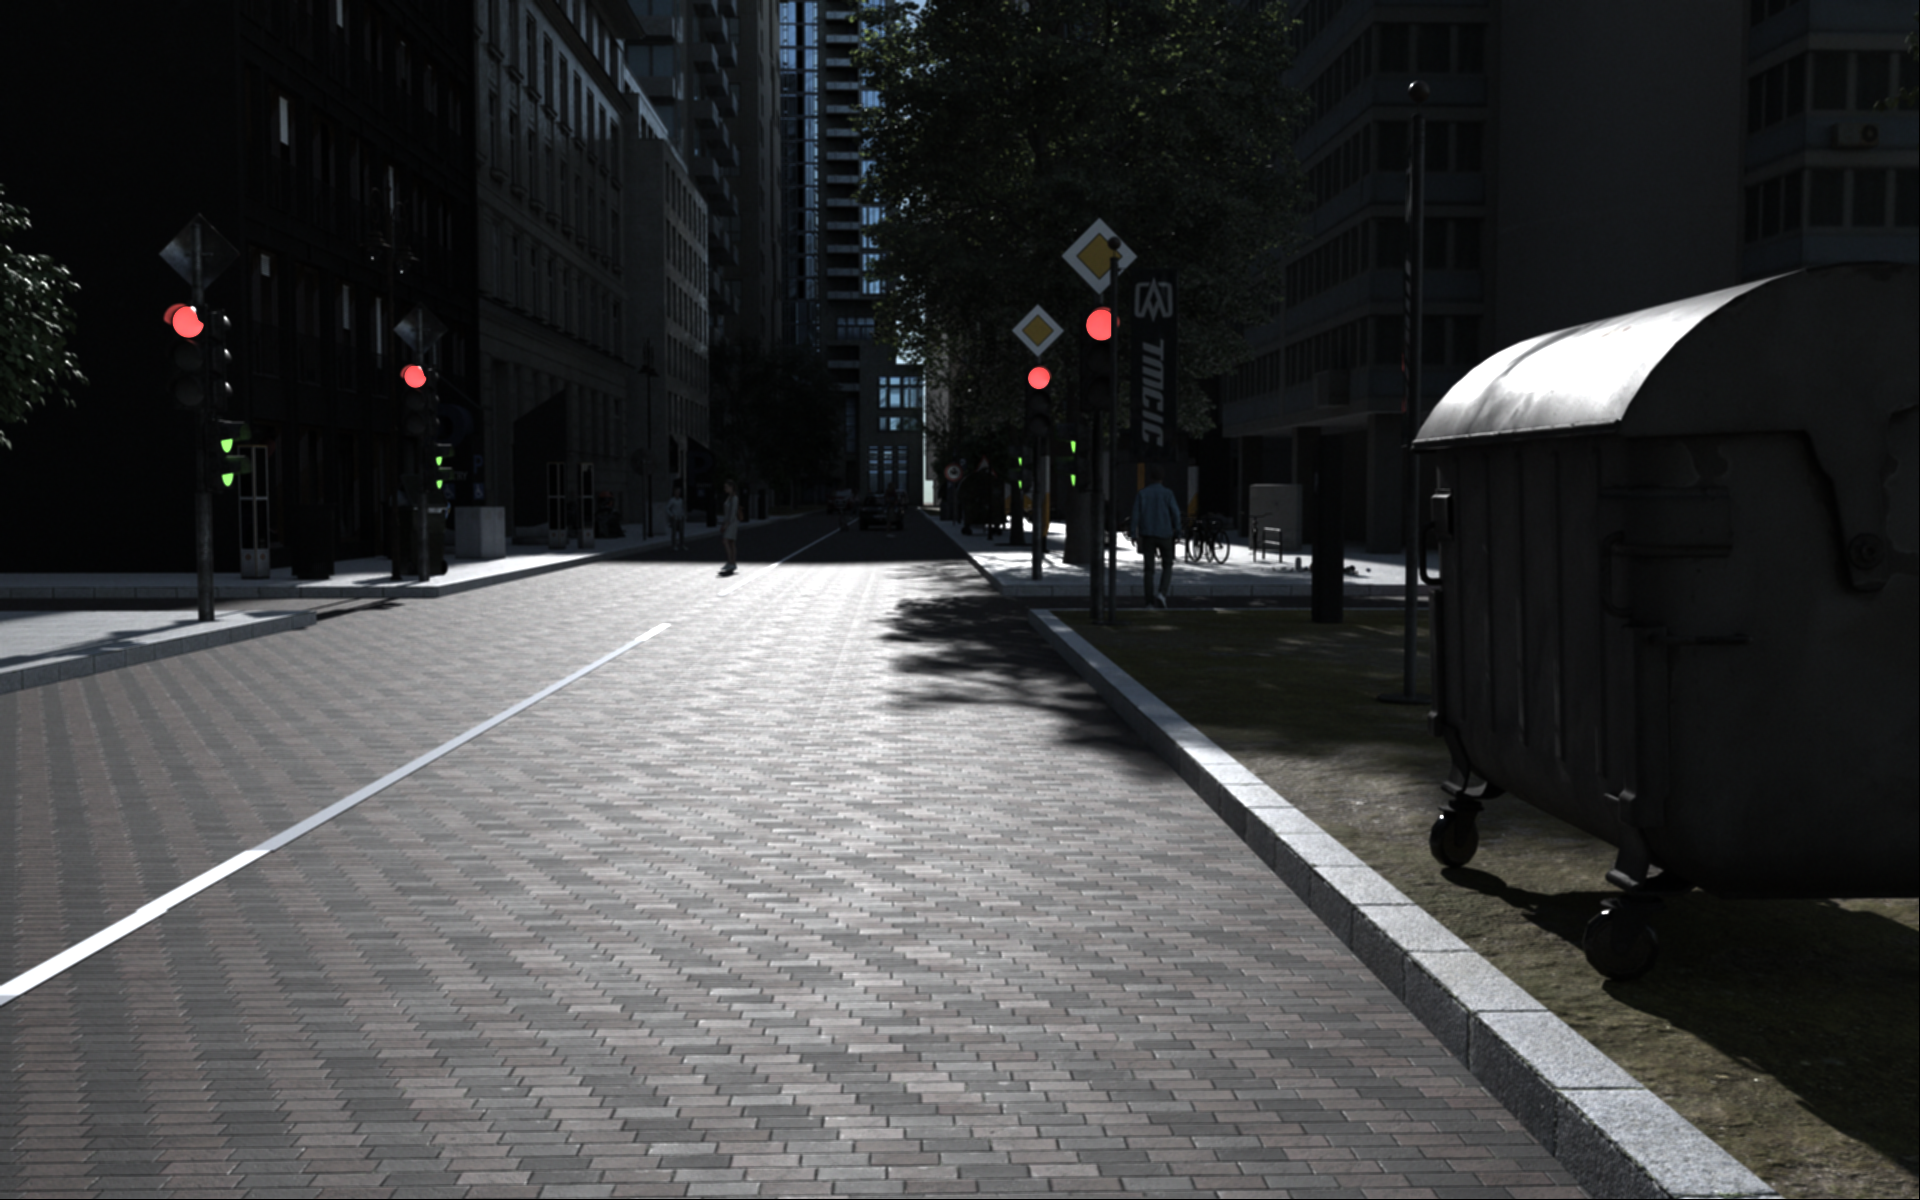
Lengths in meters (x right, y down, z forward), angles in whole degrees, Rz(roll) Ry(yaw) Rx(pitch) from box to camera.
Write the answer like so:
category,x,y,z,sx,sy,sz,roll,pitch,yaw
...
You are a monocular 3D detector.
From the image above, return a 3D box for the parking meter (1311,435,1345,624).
category,x,y,z,sx,sy,sz,roll,pitch,yaw
parking meter,3.675,-0.708,17.292,0.255,1.863,0.399,0,4,1

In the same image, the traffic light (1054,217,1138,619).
category,x,y,z,sx,sy,sz,roll,pitch,yaw
traffic light,1.394,-1.762,17.727,0.839,4.253,0.868,0,4,-2

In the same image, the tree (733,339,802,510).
category,x,y,z,sx,sy,sz,roll,pitch,yaw
tree,-13.479,-14.214,139.056,9.857,13.997,8.962,0,3,0

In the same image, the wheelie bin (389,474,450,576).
category,x,y,z,sx,sy,sz,roll,pitch,yaw
wheelie bin,-8.618,-1.200,27.531,0.693,1.594,0.980,3,5,42

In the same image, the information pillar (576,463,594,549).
category,x,y,z,sx,sy,sz,roll,pitch,yaw
information pillar,-8.802,-2.215,40.708,0.304,2.012,0.304,-2,4,-34

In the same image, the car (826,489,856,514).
category,x,y,z,sx,sy,sz,roll,pitch,yaw
car,-8.593,-7.161,125.753,2.281,1.827,5.304,0,4,-2

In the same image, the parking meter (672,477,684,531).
category,x,y,z,sx,sy,sz,roll,pitch,yaw
parking meter,-9.714,-3.299,59.642,0.399,1.863,0.255,-1,4,-9

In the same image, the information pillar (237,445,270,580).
category,x,y,z,sx,sy,sz,roll,pitch,yaw
information pillar,-10.634,-1.321,26.085,0.304,2.012,0.304,1,4,19

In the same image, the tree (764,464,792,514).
category,x,y,z,sx,sy,sz,roll,pitch,yaw
tree,-11.672,-7.202,112.351,1.663,3.219,1.824,0,3,0

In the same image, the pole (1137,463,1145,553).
category,x,y,z,sx,sy,sz,roll,pitch,yaw
pole,3.906,-2.663,37.379,0.158,3.312,0.155,0,3,0

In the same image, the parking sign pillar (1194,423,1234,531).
category,x,y,z,sx,sy,sz,roll,pitch,yaw
parking sign pillar,9.001,-4.455,61.305,1.447,3.967,1.447,2,4,29

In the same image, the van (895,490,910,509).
category,x,y,z,sx,sy,sz,roll,pitch,yaw
van,-5.837,-9.722,165.969,2.013,2.044,4.112,0,4,-1

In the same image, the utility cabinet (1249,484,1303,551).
category,x,y,z,sx,sy,sz,roll,pitch,yaw
utility cabinet,7.106,-1.856,39.028,1.173,1.500,0.318,3,4,37

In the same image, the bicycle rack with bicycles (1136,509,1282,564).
category,x,y,z,sx,sy,sz,roll,pitch,yaw
bicycle rack with bicycles,4.967,-1.201,33.014,2.852,0.926,2.925,0,4,1

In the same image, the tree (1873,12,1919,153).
category,x,y,z,sx,sy,sz,roll,pitch,yaw
tree,10.107,-3.903,14.183,4.737,8.622,4.395,0,3,0

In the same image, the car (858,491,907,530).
category,x,y,z,sx,sy,sz,roll,pitch,yaw
car,-3.161,-3.688,70.087,2.009,1.686,4.222,0,4,-1

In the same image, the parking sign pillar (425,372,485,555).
category,x,y,z,sx,sy,sz,roll,pitch,yaw
parking sign pillar,-10.903,-2.987,37.312,1.447,3.967,1.447,1,4,23

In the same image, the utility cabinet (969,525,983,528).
category,x,y,z,sx,sy,sz,roll,pitch,yaw
utility cabinet,0.611,-3.318,65.416,0.306,1.237,1.020,-1,4,-18

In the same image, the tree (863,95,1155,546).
category,x,y,z,sx,sy,sz,roll,pitch,yaw
tree,1.465,-7.160,42.828,9.928,11.665,9.643,0,3,0

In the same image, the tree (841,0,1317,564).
category,x,y,z,sx,sy,sz,roll,pitch,yaw
tree,2.251,-7.635,31.482,9.857,13.997,8.962,0,3,0

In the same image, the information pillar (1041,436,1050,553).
category,x,y,z,sx,sy,sz,roll,pitch,yaw
information pillar,1.850,-2.837,37.735,0.183,3.616,0.504,-1,4,-12

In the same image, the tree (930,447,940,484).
category,x,y,z,sx,sy,sz,roll,pitch,yaw
tree,-0.206,-7.415,104.948,4.285,4.588,4.351,0,3,0

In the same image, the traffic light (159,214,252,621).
category,x,y,z,sx,sy,sz,roll,pitch,yaw
traffic light,-7.611,-1.743,17.413,0.839,4.253,0.868,0,4,-2

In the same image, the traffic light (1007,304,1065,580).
category,x,y,z,sx,sy,sz,roll,pitch,yaw
traffic light,1.129,-2.250,25.708,0.839,4.253,0.868,0,4,-2

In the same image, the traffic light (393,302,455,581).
category,x,y,z,sx,sy,sz,roll,pitch,yaw
traffic light,-7.876,-2.231,25.394,0.839,4.253,0.868,0,4,-2

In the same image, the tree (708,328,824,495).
category,x,y,z,sx,sy,sz,roll,pitch,yaw
tree,-11.699,-9.905,96.358,8.767,10.594,7.601,0,4,-2

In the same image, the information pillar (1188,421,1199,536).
category,x,y,z,sx,sy,sz,roll,pitch,yaw
information pillar,6.961,-3.694,51.749,0.183,3.616,0.504,-1,4,-23

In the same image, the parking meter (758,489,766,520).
category,x,y,z,sx,sy,sz,roll,pitch,yaw
parking meter,-9.951,-4.802,86.928,0.372,1.533,0.369,0,3,0

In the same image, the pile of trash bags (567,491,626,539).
category,x,y,z,sx,sy,sz,roll,pitch,yaw
pile of trash bags,-10.801,-2.539,51.260,1.912,1.369,3.447,0,4,1

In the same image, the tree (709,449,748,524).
category,x,y,z,sx,sy,sz,roll,pitch,yaw
tree,-10.109,-4.879,74.369,1.663,3.219,1.824,0,3,0

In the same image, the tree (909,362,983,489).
category,x,y,z,sx,sy,sz,roll,pitch,yaw
tree,-0.393,-8.866,95.320,4.737,8.622,4.395,0,3,0

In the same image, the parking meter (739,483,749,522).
category,x,y,z,sx,sy,sz,roll,pitch,yaw
parking meter,-9.784,-4.460,78.630,0.399,1.863,0.255,-2,4,-33

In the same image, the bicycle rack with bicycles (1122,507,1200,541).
category,x,y,z,sx,sy,sz,roll,pitch,yaw
bicycle rack with bicycles,5.833,-2.121,48.064,2.925,0.926,2.852,-1,4,-22

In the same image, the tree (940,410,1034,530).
category,x,y,z,sx,sy,sz,roll,pitch,yaw
tree,1.562,-4.775,61.792,4.285,4.588,4.351,0,3,0

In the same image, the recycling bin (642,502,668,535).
category,x,y,z,sx,sy,sz,roll,pitch,yaw
recycling bin,-9.519,-2.541,54.100,0.722,1.027,0.722,0,4,-4

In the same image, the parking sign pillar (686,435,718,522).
category,x,y,z,sx,sy,sz,roll,pitch,yaw
parking sign pillar,-11.794,-5.537,79.010,1.447,3.967,1.447,0,4,1

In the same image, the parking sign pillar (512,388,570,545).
category,x,y,z,sx,sy,sz,roll,pitch,yaw
parking sign pillar,-10.660,-3.393,43.942,1.447,3.967,1.447,-1,4,-20

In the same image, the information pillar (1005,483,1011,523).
category,x,y,z,sx,sy,sz,roll,pitch,yaw
information pillar,2.108,-5.301,78.027,0.504,3.616,0.183,0,4,-3

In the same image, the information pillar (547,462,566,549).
category,x,y,z,sx,sy,sz,roll,pitch,yaw
information pillar,-9.376,-2.188,40.265,0.304,2.012,0.304,1,4,18

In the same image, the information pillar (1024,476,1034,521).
category,x,y,z,sx,sy,sz,roll,pitch,yaw
information pillar,3.293,-5.583,82.632,0.504,3.616,0.183,-1,4,-8

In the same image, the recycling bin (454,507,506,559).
category,x,y,z,sx,sy,sz,roll,pitch,yaw
recycling bin,-9.555,-1.341,34.481,0.722,1.027,0.722,2,4,25

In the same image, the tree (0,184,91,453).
category,x,y,z,sx,sy,sz,roll,pitch,yaw
tree,-9.252,-1.891,14.632,4.285,4.588,4.351,0,3,0

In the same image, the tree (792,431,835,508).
category,x,y,z,sx,sy,sz,roll,pitch,yaw
tree,-13.407,-12.672,157.553,4.360,8.622,3.978,0,3,0

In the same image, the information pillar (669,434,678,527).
category,x,y,z,sx,sy,sz,roll,pitch,yaw
information pillar,-11.116,-4.643,67.274,0.183,3.616,0.504,-3,5,-44

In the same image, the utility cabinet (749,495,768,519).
category,x,y,z,sx,sy,sz,roll,pitch,yaw
utility cabinet,-10.445,-4.802,89.673,1.020,1.237,0.306,0,4,-3

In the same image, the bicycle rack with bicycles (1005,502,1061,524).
category,x,y,z,sx,sy,sz,roll,pitch,yaw
bicycle rack with bicycles,3.341,-3.862,76.530,2.925,0.926,2.852,-3,4,-38

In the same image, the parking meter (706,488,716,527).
category,x,y,z,sx,sy,sz,roll,pitch,yaw
parking meter,-9.681,-3.609,67.419,0.372,1.533,0.369,0,3,0
